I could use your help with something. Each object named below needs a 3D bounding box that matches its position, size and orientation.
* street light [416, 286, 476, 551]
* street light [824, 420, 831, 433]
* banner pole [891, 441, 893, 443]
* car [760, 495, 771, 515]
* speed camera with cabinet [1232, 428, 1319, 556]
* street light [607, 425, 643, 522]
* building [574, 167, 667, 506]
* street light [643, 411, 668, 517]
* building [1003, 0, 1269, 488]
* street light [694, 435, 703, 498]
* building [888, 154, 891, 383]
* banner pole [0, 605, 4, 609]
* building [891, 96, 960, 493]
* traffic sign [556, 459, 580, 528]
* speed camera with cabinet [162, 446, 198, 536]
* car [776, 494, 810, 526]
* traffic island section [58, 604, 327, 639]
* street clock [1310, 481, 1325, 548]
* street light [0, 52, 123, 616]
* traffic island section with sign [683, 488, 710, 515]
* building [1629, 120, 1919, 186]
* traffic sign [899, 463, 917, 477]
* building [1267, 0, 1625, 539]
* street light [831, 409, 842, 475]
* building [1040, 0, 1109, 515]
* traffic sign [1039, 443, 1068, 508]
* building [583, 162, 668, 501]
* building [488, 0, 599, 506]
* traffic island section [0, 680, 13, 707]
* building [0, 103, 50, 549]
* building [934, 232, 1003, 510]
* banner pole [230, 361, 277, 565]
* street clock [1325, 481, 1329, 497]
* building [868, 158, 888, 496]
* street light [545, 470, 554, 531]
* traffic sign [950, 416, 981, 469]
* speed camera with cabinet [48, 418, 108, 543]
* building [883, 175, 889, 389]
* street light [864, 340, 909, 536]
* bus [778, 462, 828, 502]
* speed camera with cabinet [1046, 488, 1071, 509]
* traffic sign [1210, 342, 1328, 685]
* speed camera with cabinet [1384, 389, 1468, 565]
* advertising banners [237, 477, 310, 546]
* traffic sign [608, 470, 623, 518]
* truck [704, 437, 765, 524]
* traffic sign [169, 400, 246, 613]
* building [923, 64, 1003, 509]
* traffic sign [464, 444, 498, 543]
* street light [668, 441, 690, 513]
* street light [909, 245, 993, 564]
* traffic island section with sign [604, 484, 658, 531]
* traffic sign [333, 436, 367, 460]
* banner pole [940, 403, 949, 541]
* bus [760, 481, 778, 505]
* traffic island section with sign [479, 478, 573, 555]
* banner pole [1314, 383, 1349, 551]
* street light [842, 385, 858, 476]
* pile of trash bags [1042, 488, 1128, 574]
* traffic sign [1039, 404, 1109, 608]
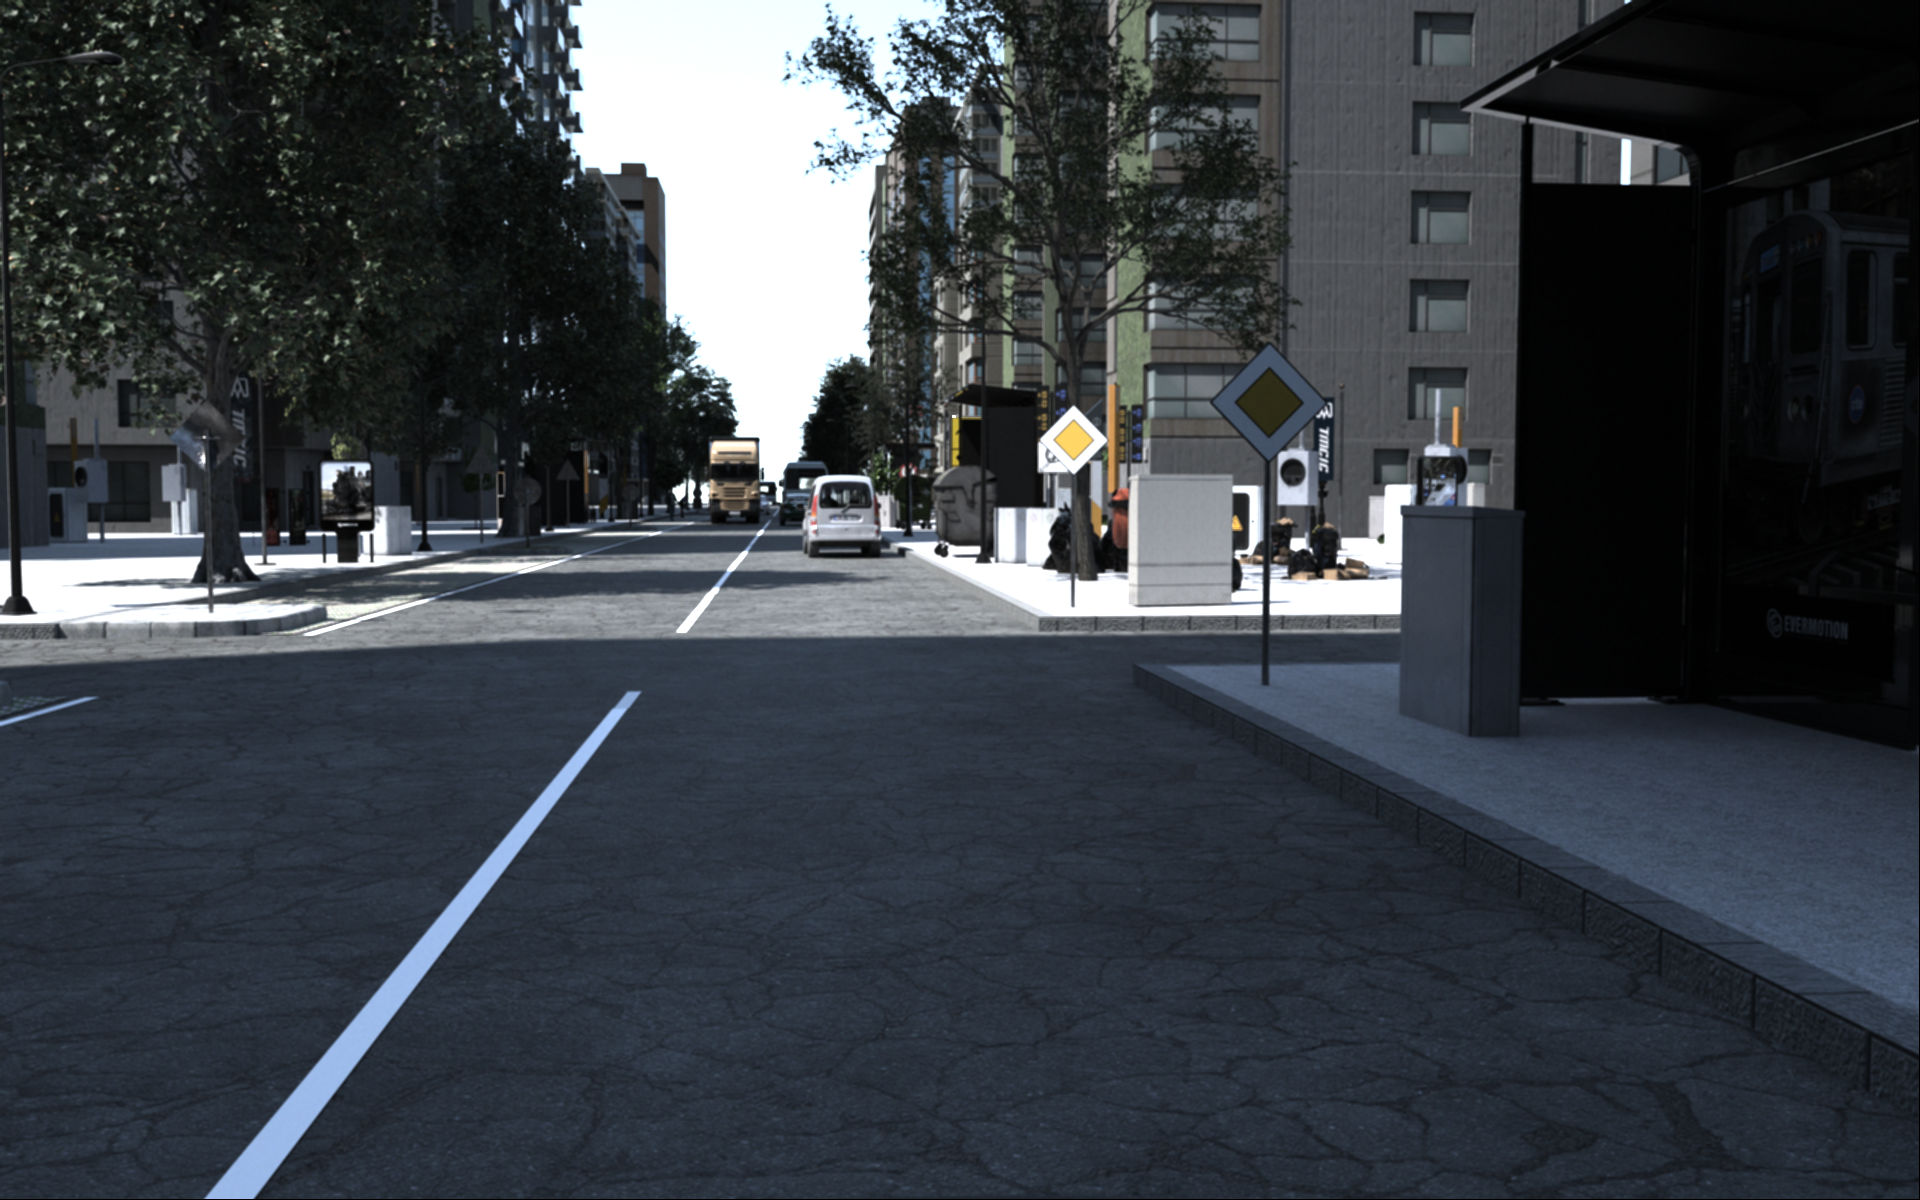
[{"bbox_3d":[-11.500,-4.054,38.821,1.470,5.913,1.316,0,4,-6],"label":"street light"},{"bbox_3d":[-7.617,-8.298,108.208,1.470,5.913,1.316,0,4,-6],"label":"street light"},{"bbox_3d":[-3.377,-5.583,81.293,0.863,3.779,0.401,2,4,31],"label":"banner pole"},{"bbox_3d":[-14.213,-6.644,120.995,2.083,1.381,4.827,0,4,-6],"label":"car"},{"bbox_3d":[6.300,-2.524,35.601,2.038,3.252,0.660,2,4,34],"label":"speed camera with cabinet"},{"bbox_3d":[-15.610,-6.578,80.085,1.470,5.913,1.316,0,4,-6],"label":"street light"},{"bbox_3d":[-53.547,-32.169,217.849,32.217,40.220,23.993,0,4,-6],"label":"building"},{"bbox_3d":[-17.014,-7.505,95.251,1.470,5.913,1.316,0,4,-6],"label":"street light"},{"bbox_3d":[9.344,-25.670,103.303,14.154,41.232,14.086,0,4,-6],"label":"building"},{"bbox_3d":[-20.988,-10.061,137.036,1.470,5.913,1.316,0,4,-6],"label":"street light"},{"bbox_3d":[-1.385,-34.267,210.369,14.600,45.320,14.200,0,4,-6],"label":"building"},{"bbox_3d":[-10.754,-1.779,19.096,0.401,3.779,0.863,-3,4,-38],"label":"banner pole"},{"bbox_3d":[0.190,-33.405,196.282,14.600,45.320,14.200,0,4,-6],"label":"building"},{"bbox_3d":[-14.680,-3.966,64.843,0.884,2.594,0.081,0,4,1],"label":"traffic sign"},{"bbox_3d":[-24.441,-3.663,54.229,0.660,3.252,2.038,-1,4,-11],"label":"speed camera with cabinet"},{"bbox_3d":[-7.463,-4.198,80.441,2.131,1.459,4.920,0,4,-6],"label":"car"},{"bbox_3d":[-8.101,0.220,18.687,2.009,0.180,2.903,0,4,-6],"label":"traffic island section"},{"bbox_3d":[8.361,-2.232,41.057,0.358,2.002,0.471,0,4,4],"label":"street clock"},{"bbox_3d":[-9.498,-2.799,18.307,1.470,5.913,1.316,0,4,-6],"label":"street light"},{"bbox_3d":[-17.731,-6.654,117.423,1.989,1.847,2.006,0,4,-6],"label":"traffic island section with sign"},{"bbox_3d":[30.215,-36.725,38.711,20.611,71.187,20.563,0,4,-6],"label":"building"},{"bbox_3d":[-2.098,-4.304,70.474,0.768,2.556,0.104,0,4,4],"label":"traffic sign"},{"bbox_3d":[11.747,-22.763,55.778,14.154,41.232,14.086,0,4,-6],"label":"building"},{"bbox_3d":[-6.122,-7.445,94.261,1.470,5.913,1.316,0,4,-6],"label":"street light"},{"bbox_3d":[10.974,-19.391,88.744,14.160,30.474,14.107,0,4,-6],"label":"building"},{"bbox_3d":[1.846,-1.964,34.236,0.606,2.300,0.079,0,4,1],"label":"traffic sign"},{"bbox_3d":[-47.617,-35.921,237.420,14.600,45.320,14.200,0,4,-6],"label":"building"},{"bbox_3d":[-41.674,-31.596,136.200,23.786,49.044,30.456,0,4,-6],"label":"building"},{"bbox_3d":[-7.327,0.706,10.739,2.009,0.180,2.903,0,4,-6],"label":"traffic island section"},{"bbox_3d":[-28.960,-21.451,34.326,14.154,41.232,14.086,0,4,-6],"label":"building"},{"bbox_3d":[13.089,-17.188,126.064,27.650,21.520,28.899,0,4,-6],"label":"building"},{"bbox_3d":[-12.760,-2.512,31.081,0.863,3.779,0.401,-3,4,-36],"label":"banner pole"},{"bbox_3d":[9.377,-2.467,44.899,0.358,2.002,0.471,0,4,5],"label":"street clock"},{"bbox_3d":[-1.652,-37.874,242.935,21.300,48.544,21.600,0,4,-6],"label":"building"},{"bbox_3d":[-13.574,-5.313,59.413,1.470,5.913,1.316,0,4,-6],"label":"street light"},{"bbox_3d":[0.879,-3.122,44.920,2.265,3.308,0.079,0,4,3],"label":"traffic sign"},{"bbox_3d":[-23.218,-3.132,45.540,2.038,3.252,0.660,2,4,35],"label":"speed camera with cabinet"},{"bbox_3d":[-3.050,-33.111,224.956,14.154,41.232,14.086,0,4,-6],"label":"building"},{"bbox_3d":[-2.113,-4.878,52.294,1.470,5.913,1.316,0,4,-6],"label":"street light"},{"bbox_3d":[-9.479,-6.734,104.962,2.948,3.499,13.247,0,4,-6],"label":"bus"},{"bbox_3d":[2.498,-3.322,48.657,2.038,3.252,0.660,-1,4,-22],"label":"speed camera with cabinet"},{"bbox_3d":[2.048,-0.485,11.567,0.795,2.450,0.064,0,4,-6],"label":"traffic sign"},{"bbox_3d":[8.635,-2.304,32.000,0.660,3.252,2.038,3,5,45],"label":"speed camera with cabinet"},{"bbox_3d":[-17.028,-2.850,42.793,0.090,3.025,2.074,2,4,34],"label":"advertising banners"},{"bbox_3d":[-18.362,-5.628,92.017,0.884,2.594,0.081,0,4,2],"label":"traffic sign"},{"bbox_3d":[-11.270,-5.992,86.876,2.839,4.237,11.283,0,4,-7],"label":"truck"},{"bbox_3d":[-8.079,-0.917,18.627,0.795,2.450,0.064,0,4,-6],"label":"traffic sign"},{"bbox_3d":[12.731,-28.151,152.155,32.217,40.220,23.993,0,4,-6],"label":"building"},{"bbox_3d":[-12.465,-2.757,45.079,0.884,2.594,0.081,0,4,4],"label":"traffic sign"},{"bbox_3d":[-19.035,-8.774,116.000,1.470,5.913,1.316,0,4,-6],"label":"street light"},{"bbox_3d":[-0.106,-3.623,31.781,1.470,5.913,1.316,0,4,-6],"label":"street light"},{"bbox_3d":[-12.925,-3.638,68.108,1.989,1.847,2.006,0,4,-6],"label":"traffic island section with sign"},{"bbox_3d":[-13.360,-2.314,37.941,0.768,2.556,0.104,0,4,2],"label":"traffic sign"},{"bbox_3d":[-0.357,-3.509,47.384,0.401,3.779,0.863,0,4,-7],"label":"banner pole"},{"bbox_3d":[-26.521,-14.898,238.435,2.948,3.499,13.247,0,4,-5],"label":"bus"},{"bbox_3d":[-10.311,-1.997,41.279,1.989,1.847,2.006,0,4,-6],"label":"traffic island section with sign"},{"bbox_3d":[8.428,-3.019,39.378,0.863,3.779,0.401,1,4,22],"label":"banner pole"},{"bbox_3d":[-4.170,-6.190,73.743,1.470,5.913,1.316,0,4,-6],"label":"street light"},{"bbox_3d":[2.455,-1.129,28.209,1.912,1.369,3.447,0,4,-5],"label":"pile of trash bags"},{"bbox_3d":[1.273,-0.971,19.515,0.795,2.450,0.064,0,4,-6],"label":"traffic sign"}]
